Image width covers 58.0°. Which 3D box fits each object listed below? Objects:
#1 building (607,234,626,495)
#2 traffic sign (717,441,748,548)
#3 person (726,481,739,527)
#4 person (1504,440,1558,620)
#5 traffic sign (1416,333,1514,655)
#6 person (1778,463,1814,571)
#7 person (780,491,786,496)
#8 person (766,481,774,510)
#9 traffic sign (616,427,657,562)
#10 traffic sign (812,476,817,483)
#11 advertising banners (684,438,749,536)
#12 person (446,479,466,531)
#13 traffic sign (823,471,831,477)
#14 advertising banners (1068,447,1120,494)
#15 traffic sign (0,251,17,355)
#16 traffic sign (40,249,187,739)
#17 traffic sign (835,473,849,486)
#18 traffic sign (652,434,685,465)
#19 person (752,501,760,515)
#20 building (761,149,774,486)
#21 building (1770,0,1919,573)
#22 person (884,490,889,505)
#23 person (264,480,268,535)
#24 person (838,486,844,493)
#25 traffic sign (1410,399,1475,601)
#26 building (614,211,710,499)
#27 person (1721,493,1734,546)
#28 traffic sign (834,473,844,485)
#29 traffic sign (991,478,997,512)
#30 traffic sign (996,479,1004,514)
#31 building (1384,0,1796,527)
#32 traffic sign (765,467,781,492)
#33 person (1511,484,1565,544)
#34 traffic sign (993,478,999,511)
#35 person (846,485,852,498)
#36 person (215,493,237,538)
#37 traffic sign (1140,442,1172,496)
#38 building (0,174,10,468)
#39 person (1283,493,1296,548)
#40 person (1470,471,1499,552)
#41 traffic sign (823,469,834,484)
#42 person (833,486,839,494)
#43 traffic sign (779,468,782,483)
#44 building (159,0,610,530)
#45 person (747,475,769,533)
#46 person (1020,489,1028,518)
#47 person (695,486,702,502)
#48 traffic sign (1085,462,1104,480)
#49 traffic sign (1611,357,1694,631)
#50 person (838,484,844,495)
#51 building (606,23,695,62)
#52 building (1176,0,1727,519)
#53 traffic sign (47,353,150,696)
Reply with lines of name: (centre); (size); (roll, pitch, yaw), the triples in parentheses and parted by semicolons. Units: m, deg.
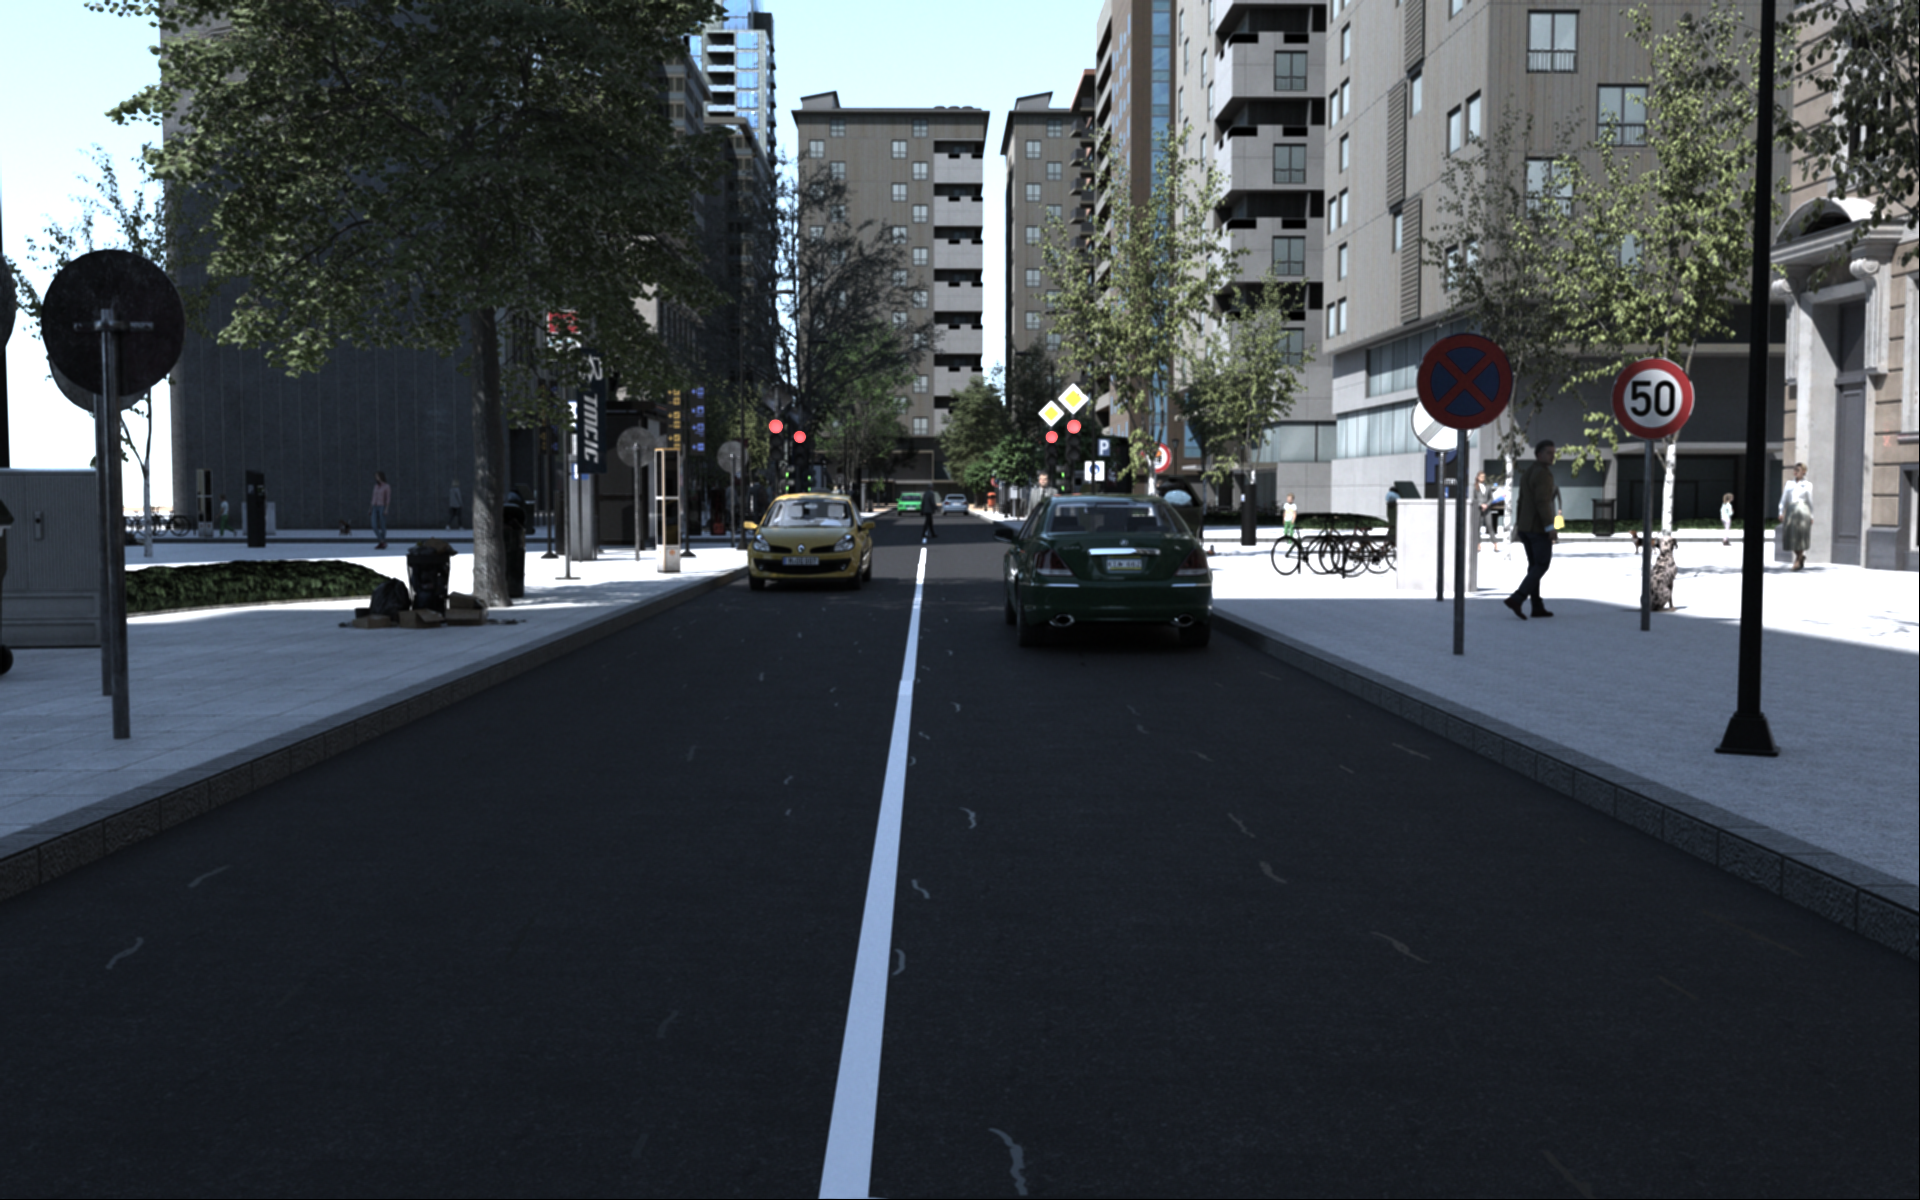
building: (-26.148, -13.616, 90.080); (16.820, 18.784, 16.811); (0, 4, -1)
traffic sign: (-5.425, -2.519, 41.285); (0.768, 2.556, 0.104); (0, 4, 7)
person: (-8.749, -3.646, 65.934); (0.850, 1.792, 0.678); (2, 4, 32)
person: (5.934, -0.727, 17.836); (0.836, 1.842, 0.656); (-3, 4, -36)
traffic sign: (3.992, -0.837, 13.792); (0.768, 2.556, 0.104); (0, 4, 0)
person: (14.010, -1.387, 28.942); (0.641, 1.798, 0.478); (-3, 4, -37)
person: (-14.589, -8.324, 142.225); (0.705, 1.814, 1.350); (3, 4, 37)
person: (-7.594, -3.854, 69.162); (0.391, 1.810, 0.635); (-1, 4, -14)
traffic sign: (-6.120, -1.999, 32.795); (0.768, 2.556, 0.104); (0, 4, 0)
traffic sign: (-7.045, -4.902, 80.158); (0.884, 2.594, 0.081); (0, 4, 0)
advertising banners: (-7.521, -3.510, 53.572); (2.074, 3.025, 0.090); (-1, 4, -21)
person: (-17.643, -3.314, 60.408); (0.709, 1.800, 0.728); (3, 5, 42)
traffic sign: (-7.407, -5.769, 94.429); (0.768, 2.556, 0.104); (0, 4, 4)
advertising banners: (4.966, -4.206, 64.954); (2.074, 3.025, 0.090); (0, 4, 1)
traffic sign: (-4.721, -0.484, 8.025); (0.768, 2.556, 0.104); (1, 4, 8)
traffic sign: (-4.407, -0.546, 9.026); (0.768, 2.556, 0.104); (0, 4, 2)
traffic sign: (-7.355, -6.618, 108.213); (0.884, 2.594, 0.081); (0, 4, 3)
traffic sign: (-6.200, -2.242, 36.764); (0.768, 2.556, 0.104); (0, 4, 5)
person: (-10.857, -5.354, 93.708); (0.709, 1.813, 0.853); (-2, 4, -35)
building: (-31.358, -29.516, 174.463); (23.993, 40.220, 32.217); (0, 4, -1)
building: (21.807, -14.462, 22.351); (13.634, 28.700, 20.117); (0, 4, -1)
person: (-8.669, -12.037, 203.642); (0.721, 1.735, 1.217); (2, 4, 27)
person: (-21.400, -2.853, 53.028); (0.374, 1.781, 0.599); (-1, 4, -11)
person: (-7.133, -6.094, 106.160); (0.782, 1.767, 0.515); (0, 4, -2)
traffic sign: (5.757, -1.259, 20.695); (0.768, 2.556, 0.104); (0, 4, 7)
building: (-23.499, -17.027, 114.543); (11.583, 22.565, 21.152); (0, 4, -1)
person: (18.936, -1.981, 42.717); (0.394, 1.301, 0.425); (-1, 4, -20)
traffic sign: (-7.404, -6.525, 106.797); (0.768, 2.556, 0.104); (0, 4, 3)
traffic sign: (2.561, -7.500, 122.723); (0.768, 2.556, 0.104); (0, 4, 4)
traffic sign: (2.718, -6.950, 113.732); (0.768, 2.556, 0.104); (0, 4, 2)
building: (32.339, -29.859, 77.437); (27.495, 52.752, 28.713); (0, 4, -1)
traffic sign: (-8.652, -4.911, 80.400); (0.768, 2.556, 0.104); (0, 4, 0)
person: (14.849, -2.337, 44.471); (0.699, 1.804, 1.509); (-1, 4, -19)
traffic sign: (2.609, -7.209, 117.965); (0.768, 2.556, 0.104); (0, 4, 5)
person: (-6.247, -5.540, 96.806); (0.511, 1.800, 0.466); (1, 4, 12)
person: (-21.644, -2.494, 51.065); (0.590, 1.304, 0.306); (-2, 4, -25)
traffic sign: (4.742, -2.567, 42.068); (0.768, 2.556, 0.104); (0, 4, -1)
building: (-48.594, -14.549, 67.556); (15.834, 23.373, 12.332); (0, 4, -1)
person: (7.914, -1.913, 41.568); (0.306, 1.304, 0.590); (1, 4, 10)
person: (11.549, -1.945, 38.116); (0.520, 1.790, 0.573); (-1, 4, -16)
traffic sign: (-6.874, -5.411, 88.467); (0.884, 2.594, 0.081); (0, 4, 7)
person: (-7.890, -6.293, 109.115); (0.709, 1.800, 0.728); (1, 4, 20)
traffic sign: (-8.826, -5.078, 83.127); (0.768, 2.556, 0.104); (0, 4, 5)
building: (-22.457, -15.505, 71.524); (12.078, 24.808, 19.932); (0, 4, -1)
person: (-5.971, -2.767, 51.253); (0.622, 1.834, 0.822); (-1, 4, -16)
person: (3.420, -5.225, 91.437); (0.622, 1.834, 0.822); (0, 4, 7)
person: (-15.121, -5.686, 99.425); (0.534, 1.772, 0.576); (1, 4, 20)
traffic sign: (4.223, -3.197, 54.400); (0.606, 2.300, 0.079); (0, 4, 6)
traffic sign: (6.443, -0.985, 16.207); (0.768, 2.556, 0.104); (0, 4, 1)
person: (-6.208, -5.153, 90.566); (0.850, 1.792, 0.678); (0, 4, -3)
building: (-33.421, -27.290, 138.080); (32.217, 40.220, 23.993); (0, 4, -1)
building: (29.249, -32.031, 112.944); (28.713, 52.752, 27.495); (0, 4, -1)
traffic sign: (-5.426, -0.664, 10.970); (0.768, 2.556, 0.104); (1, 4, 9)
